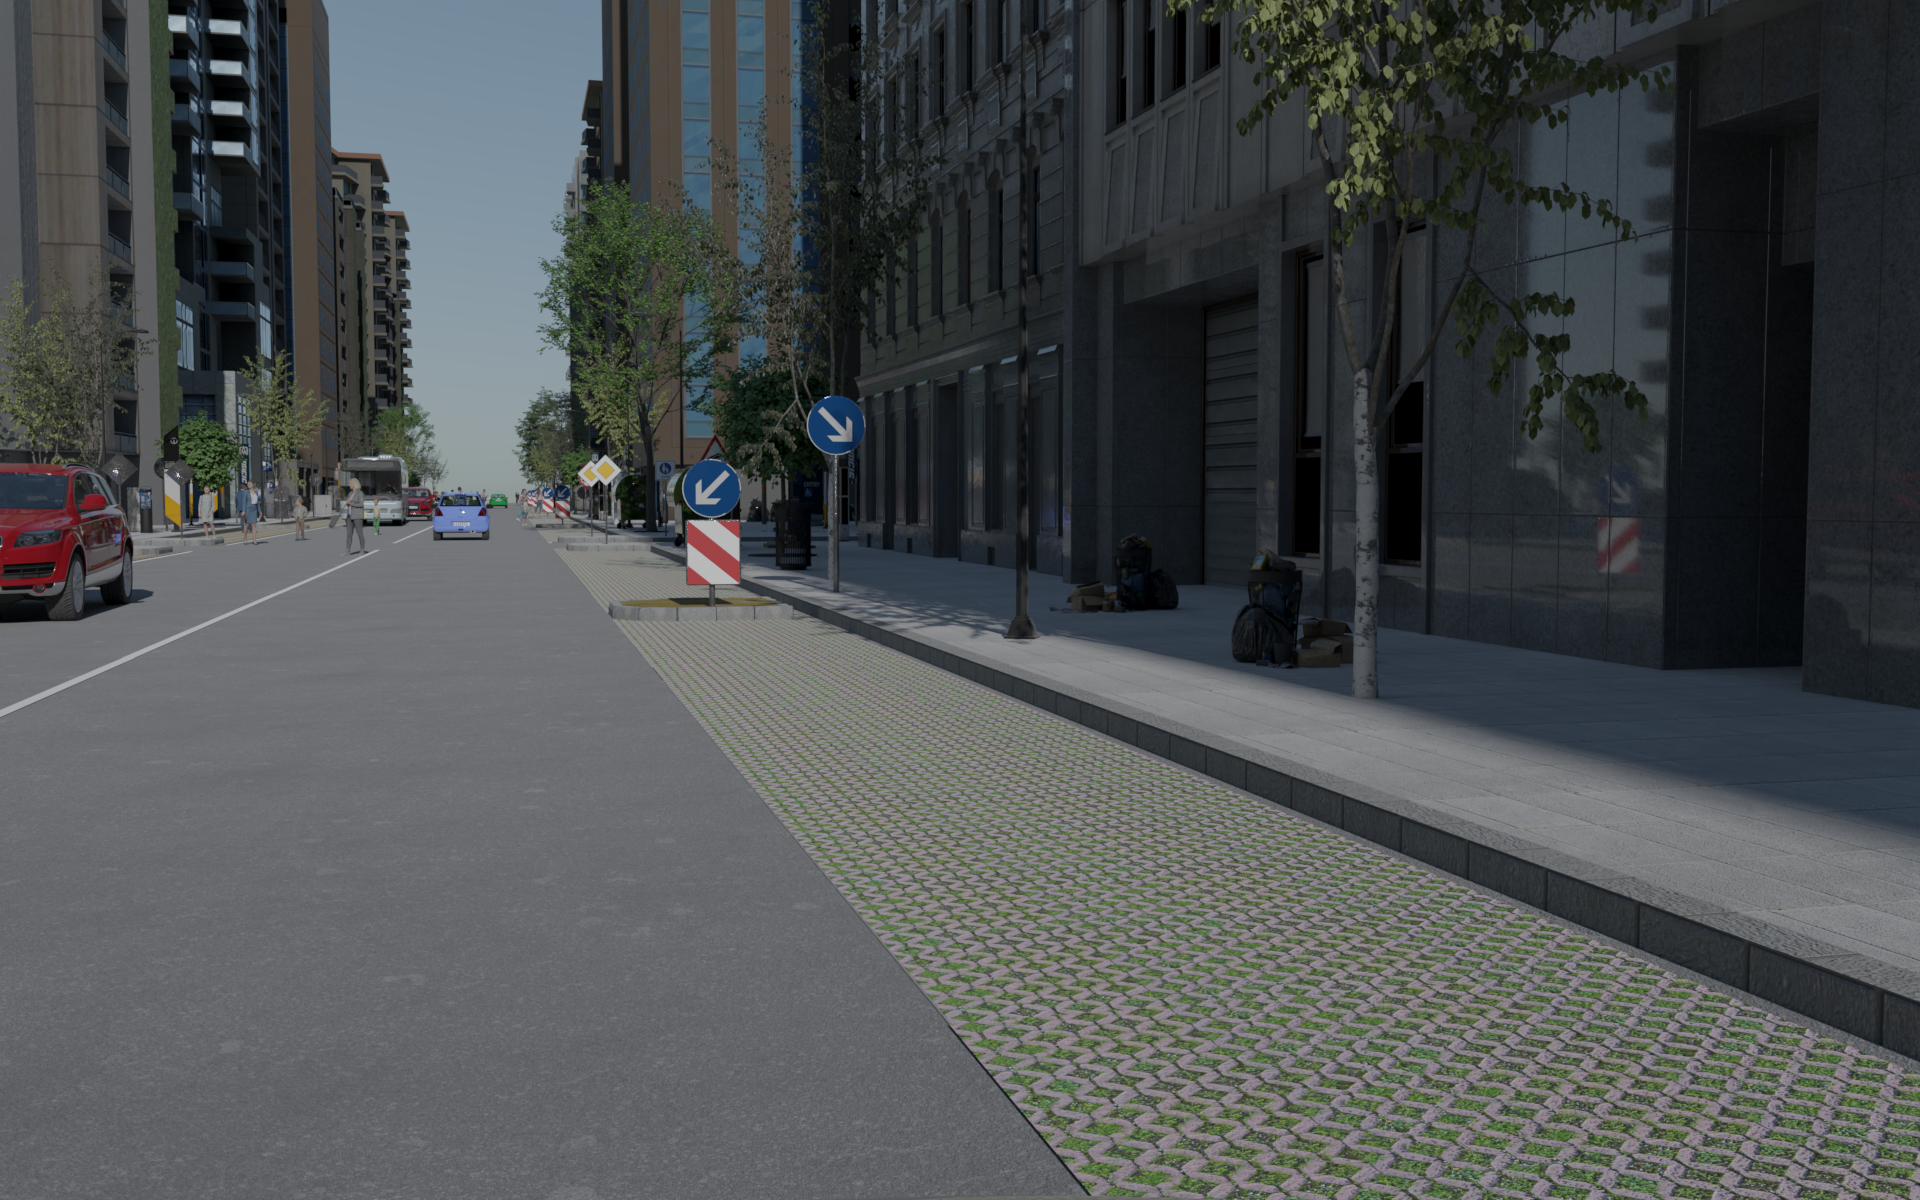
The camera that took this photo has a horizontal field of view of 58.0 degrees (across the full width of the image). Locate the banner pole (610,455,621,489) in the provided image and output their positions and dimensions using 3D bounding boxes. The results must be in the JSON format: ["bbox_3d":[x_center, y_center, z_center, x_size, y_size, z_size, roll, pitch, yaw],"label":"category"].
[{"bbox_3d":[-20.753,-7.017,104.742,0.863,3.779,0.401,-1,4,-11],"label":"banner pole"}]

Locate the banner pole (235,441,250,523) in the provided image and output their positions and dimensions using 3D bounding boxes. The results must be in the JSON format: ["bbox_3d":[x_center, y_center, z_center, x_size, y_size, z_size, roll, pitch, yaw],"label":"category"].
[{"bbox_3d":[-31.411,-5.238,75.650,0.863,3.779,0.401,0,4,4],"label":"banner pole"}]

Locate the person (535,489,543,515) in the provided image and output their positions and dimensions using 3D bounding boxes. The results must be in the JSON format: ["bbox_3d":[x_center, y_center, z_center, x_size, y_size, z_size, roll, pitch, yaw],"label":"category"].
[{"bbox_3d":[-28.387,-6.575,116.599,0.593,1.750,0.643,-3,4,-36],"label":"person"}]

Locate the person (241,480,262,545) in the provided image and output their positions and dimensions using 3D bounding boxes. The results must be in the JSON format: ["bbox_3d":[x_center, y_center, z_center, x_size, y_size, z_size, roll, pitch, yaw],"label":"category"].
[{"bbox_3d":[-20.048,-2.473,48.965,0.581,1.822,0.654,-3,4,-37],"label":"person"}]

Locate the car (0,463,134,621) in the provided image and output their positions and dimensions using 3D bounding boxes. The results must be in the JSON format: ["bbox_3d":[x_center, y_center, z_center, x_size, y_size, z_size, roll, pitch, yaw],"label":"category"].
[{"bbox_3d":[-11.403,-0.747,20.882,2.281,1.827,5.304,-1,4,-16],"label":"car"}]

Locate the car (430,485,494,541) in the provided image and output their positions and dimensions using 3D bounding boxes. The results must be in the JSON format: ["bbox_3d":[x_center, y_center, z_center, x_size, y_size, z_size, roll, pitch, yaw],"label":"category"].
[{"bbox_3d":[-15.739,-2.760,54.714,1.945,1.707,3.694,-1,4,-15],"label":"car"}]

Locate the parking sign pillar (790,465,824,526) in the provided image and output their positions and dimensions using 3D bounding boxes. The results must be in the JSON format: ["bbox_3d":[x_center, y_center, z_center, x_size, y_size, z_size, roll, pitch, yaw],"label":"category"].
[{"bbox_3d":[-6.140,-4.929,69.061,1.447,3.967,1.447,-2,4,-29],"label":"parking sign pillar"}]

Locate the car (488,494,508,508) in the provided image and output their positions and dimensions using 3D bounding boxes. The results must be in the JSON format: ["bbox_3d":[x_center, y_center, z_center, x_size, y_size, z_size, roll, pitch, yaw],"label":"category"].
[{"bbox_3d":[-46.201,-10.064,173.334,1.959,1.807,4.718,-1,4,-15],"label":"car"}]

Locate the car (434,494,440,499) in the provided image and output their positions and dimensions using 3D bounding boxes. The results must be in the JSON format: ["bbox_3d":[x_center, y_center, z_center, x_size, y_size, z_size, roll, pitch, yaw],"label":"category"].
[{"bbox_3d":[-65.157,-12.513,214.815,2.015,1.641,3.980,-1,4,-14],"label":"car"}]

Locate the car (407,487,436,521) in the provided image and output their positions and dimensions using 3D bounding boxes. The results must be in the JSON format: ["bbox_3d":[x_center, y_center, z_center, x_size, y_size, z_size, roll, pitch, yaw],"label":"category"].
[{"bbox_3d":[-29.083,-5.120,92.377,2.281,1.827,5.304,-1,4,-14],"label":"car"}]

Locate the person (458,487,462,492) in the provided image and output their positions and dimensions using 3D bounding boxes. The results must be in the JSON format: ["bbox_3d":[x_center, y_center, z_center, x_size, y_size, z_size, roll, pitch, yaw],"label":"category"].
[{"bbox_3d":[-25.068,-4.793,87.055,0.721,1.800,0.419,-2,4,-27],"label":"person"}]

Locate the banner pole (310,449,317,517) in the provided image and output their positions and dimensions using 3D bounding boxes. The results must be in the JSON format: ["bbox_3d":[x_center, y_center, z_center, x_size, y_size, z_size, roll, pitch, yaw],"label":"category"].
[{"bbox_3d":[-36.185,-6.528,96.748,0.401,3.779,0.863,-1,4,-12],"label":"banner pole"}]

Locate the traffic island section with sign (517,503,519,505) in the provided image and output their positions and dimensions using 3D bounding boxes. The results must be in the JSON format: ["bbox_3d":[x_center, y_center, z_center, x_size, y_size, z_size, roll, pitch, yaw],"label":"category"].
[{"bbox_3d":[-43.472,-10.168,174.871,1.989,1.847,2.006,-1,4,-15],"label":"traffic island section with sign"}]

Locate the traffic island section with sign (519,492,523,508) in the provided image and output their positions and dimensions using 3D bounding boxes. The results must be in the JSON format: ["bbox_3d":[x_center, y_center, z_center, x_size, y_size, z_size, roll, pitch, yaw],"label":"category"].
[{"bbox_3d":[-36.563,-8.549,148.402,1.989,1.847,2.006,-1,4,-15],"label":"traffic island section with sign"}]

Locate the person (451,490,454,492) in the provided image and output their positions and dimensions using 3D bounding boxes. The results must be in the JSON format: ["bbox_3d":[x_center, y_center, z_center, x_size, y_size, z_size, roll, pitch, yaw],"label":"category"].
[{"bbox_3d":[-44.298,-8.735,151.313,0.705,1.824,1.348,-2,4,-28],"label":"person"}]

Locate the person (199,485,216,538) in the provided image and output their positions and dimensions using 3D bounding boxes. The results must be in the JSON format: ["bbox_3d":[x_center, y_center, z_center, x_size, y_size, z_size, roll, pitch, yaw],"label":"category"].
[{"bbox_3d":[-23.361,-2.707,53.767,0.512,1.701,0.522,-1,4,-14],"label":"person"}]

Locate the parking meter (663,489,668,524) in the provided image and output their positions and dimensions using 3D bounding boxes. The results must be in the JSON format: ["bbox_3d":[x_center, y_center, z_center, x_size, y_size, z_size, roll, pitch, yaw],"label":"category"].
[{"bbox_3d":[-12.920,-4.106,75.551,0.372,1.533,0.369,0,3,0],"label":"parking meter"}]

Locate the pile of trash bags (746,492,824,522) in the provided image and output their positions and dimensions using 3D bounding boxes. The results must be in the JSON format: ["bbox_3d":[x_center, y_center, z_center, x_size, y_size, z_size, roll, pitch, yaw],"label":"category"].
[{"bbox_3d":[-8.240,-4.302,80.083,3.447,1.369,1.912,1,4,22],"label":"pile of trash bags"}]

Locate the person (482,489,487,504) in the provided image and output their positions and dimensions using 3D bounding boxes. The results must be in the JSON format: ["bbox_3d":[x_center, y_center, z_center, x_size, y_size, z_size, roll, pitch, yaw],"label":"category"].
[{"bbox_3d":[-39.437,-8.290,143.901,0.599,1.838,0.709,-1,4,-13],"label":"person"}]

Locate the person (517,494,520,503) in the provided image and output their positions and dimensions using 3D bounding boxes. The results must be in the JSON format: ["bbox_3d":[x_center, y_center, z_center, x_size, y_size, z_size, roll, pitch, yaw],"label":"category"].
[{"bbox_3d":[-70.988,-16.444,278.279,0.530,1.710,0.541,-3,5,-43],"label":"person"}]

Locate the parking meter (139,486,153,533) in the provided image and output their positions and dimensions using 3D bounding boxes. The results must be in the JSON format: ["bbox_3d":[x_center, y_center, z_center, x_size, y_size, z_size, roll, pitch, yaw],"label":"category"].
[{"bbox_3d":[-26.711,-2.962,56.839,0.372,1.533,0.369,0,3,0],"label":"parking meter"}]

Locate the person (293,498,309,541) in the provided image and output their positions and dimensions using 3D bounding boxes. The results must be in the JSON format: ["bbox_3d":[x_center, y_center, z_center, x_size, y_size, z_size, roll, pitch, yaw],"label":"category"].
[{"bbox_3d":[-20.273,-2.476,53.249,0.475,1.303,0.640,-1,4,-11],"label":"person"}]

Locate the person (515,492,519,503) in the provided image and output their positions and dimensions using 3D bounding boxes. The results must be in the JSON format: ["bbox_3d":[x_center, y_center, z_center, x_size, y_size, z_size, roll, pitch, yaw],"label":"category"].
[{"bbox_3d":[-68.140,-15.727,266.454,0.721,1.723,1.217,1,4,11],"label":"person"}]

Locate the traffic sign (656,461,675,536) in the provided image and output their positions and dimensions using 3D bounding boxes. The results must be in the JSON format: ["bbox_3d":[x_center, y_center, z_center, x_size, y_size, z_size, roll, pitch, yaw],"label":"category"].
[{"bbox_3d":[-8.948,-3.089,52.633,0.606,2.300,0.079,-1,4,-14],"label":"traffic sign"}]

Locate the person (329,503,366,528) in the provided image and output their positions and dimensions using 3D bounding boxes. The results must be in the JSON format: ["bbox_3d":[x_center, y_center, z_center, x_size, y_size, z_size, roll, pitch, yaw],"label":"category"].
[{"bbox_3d":[-25.773,-3.922,72.841,1.509,1.804,0.699,-2,4,-27],"label":"person"}]

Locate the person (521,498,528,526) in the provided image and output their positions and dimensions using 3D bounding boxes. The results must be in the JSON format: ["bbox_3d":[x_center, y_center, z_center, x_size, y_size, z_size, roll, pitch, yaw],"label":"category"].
[{"bbox_3d":[-19.734,-3.997,78.538,0.352,1.250,0.332,0,4,8],"label":"person"}]

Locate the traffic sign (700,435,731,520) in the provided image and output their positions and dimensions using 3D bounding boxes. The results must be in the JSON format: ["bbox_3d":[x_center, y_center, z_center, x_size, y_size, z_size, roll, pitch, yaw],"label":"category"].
[{"bbox_3d":[-5.360,-2.323,37.993,0.884,2.594,0.081,-1,4,-9],"label":"traffic sign"}]

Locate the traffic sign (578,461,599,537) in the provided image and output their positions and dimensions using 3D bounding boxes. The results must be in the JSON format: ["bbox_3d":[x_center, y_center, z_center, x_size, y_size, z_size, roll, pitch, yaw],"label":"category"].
[{"bbox_3d":[-11.060,-2.956,51.970,0.795,2.450,0.064,-1,4,-15],"label":"traffic sign"}]

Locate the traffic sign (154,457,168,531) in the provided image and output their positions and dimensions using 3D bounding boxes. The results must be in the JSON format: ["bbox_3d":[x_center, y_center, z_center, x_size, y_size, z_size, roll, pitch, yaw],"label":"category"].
[{"bbox_3d":[-27.278,-3.632,59.491,0.768,2.556,0.104,0,4,-6],"label":"traffic sign"}]

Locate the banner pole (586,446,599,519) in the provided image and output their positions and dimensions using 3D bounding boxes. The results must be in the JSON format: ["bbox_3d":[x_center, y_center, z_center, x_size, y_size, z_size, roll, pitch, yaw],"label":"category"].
[{"bbox_3d":[-19.177,-6.148,90.542,0.863,3.779,0.401,2,4,30],"label":"banner pole"}]

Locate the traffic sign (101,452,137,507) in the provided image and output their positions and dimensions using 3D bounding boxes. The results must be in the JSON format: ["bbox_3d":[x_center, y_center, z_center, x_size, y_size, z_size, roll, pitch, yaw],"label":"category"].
[{"bbox_3d":[-20.073,-2.309,41.393,0.795,2.450,0.064,-1,4,-15],"label":"traffic sign"}]

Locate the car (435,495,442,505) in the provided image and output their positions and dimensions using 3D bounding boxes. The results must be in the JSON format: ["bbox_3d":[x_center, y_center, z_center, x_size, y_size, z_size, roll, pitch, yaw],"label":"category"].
[{"bbox_3d":[-50.283,-9.520,168.232,1.945,1.354,3.894,-1,4,-16],"label":"car"}]

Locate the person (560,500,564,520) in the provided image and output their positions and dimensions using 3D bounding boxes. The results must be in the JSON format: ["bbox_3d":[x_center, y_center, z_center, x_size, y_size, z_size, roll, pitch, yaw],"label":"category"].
[{"bbox_3d":[-21.805,-4.998,94.885,0.362,1.253,0.373,3,5,41],"label":"person"}]

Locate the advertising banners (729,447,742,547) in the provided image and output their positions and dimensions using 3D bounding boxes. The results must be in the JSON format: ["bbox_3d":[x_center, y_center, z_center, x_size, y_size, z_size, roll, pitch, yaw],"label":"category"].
[{"bbox_3d":[-5.133,-2.647,39.472,0.090,3.025,2.074,0,4,-1],"label":"advertising banners"}]

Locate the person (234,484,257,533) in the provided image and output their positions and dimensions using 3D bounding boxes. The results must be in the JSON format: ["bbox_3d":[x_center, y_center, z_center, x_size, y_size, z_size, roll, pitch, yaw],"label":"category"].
[{"bbox_3d":[-26.136,-3.340,63.292,0.721,1.800,0.419,0,4,3],"label":"person"}]

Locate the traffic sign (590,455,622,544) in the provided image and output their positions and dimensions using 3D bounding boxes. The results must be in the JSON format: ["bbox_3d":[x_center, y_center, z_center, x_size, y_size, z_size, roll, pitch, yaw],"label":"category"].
[{"bbox_3d":[-9.042,-2.483,44.243,0.795,2.450,0.064,-1,4,-15],"label":"traffic sign"}]

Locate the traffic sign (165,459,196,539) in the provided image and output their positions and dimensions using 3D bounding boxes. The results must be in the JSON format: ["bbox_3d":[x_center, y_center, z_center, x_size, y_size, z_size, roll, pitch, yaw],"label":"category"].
[{"bbox_3d":[-22.091,-2.782,49.120,0.795,2.450,0.064,-1,4,-15],"label":"traffic sign"}]

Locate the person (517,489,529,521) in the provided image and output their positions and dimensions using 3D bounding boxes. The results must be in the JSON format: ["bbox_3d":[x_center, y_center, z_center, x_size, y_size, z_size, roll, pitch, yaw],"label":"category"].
[{"bbox_3d":[-23.376,-5.088,92.529,0.643,1.720,0.563,-1,4,-8],"label":"person"}]

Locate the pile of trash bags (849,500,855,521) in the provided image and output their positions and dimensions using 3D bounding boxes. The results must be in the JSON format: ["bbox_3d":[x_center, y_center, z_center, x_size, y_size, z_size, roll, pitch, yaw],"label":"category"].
[{"bbox_3d":[-5.803,-4.468,82.803,1.912,1.369,3.447,-3,5,-40],"label":"pile of trash bags"}]

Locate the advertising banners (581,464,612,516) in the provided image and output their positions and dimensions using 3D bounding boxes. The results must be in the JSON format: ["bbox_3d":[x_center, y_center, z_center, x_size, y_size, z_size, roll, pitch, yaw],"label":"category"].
[{"bbox_3d":[-20.871,-6.369,100.317,2.074,3.025,0.090,0,4,-7],"label":"advertising banners"}]

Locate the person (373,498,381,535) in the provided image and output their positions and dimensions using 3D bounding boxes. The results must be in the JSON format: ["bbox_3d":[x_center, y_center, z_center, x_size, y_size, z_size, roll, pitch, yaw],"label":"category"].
[{"bbox_3d":[-20.395,-2.927,60.611,0.306,1.304,0.590,0,4,2],"label":"person"}]

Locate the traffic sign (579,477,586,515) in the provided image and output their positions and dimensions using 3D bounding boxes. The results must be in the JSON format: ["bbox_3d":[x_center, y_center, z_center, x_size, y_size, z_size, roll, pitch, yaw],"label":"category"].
[{"bbox_3d":[-22.726,-6.422,105.102,0.768,2.556,0.104,-1,4,-13],"label":"traffic sign"}]

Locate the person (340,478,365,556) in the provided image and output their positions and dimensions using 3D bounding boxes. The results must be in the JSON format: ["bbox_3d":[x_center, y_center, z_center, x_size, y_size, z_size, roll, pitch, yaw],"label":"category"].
[{"bbox_3d":[-14.099,-1.933,40.286,0.537,1.800,0.526,3,5,40],"label":"person"}]

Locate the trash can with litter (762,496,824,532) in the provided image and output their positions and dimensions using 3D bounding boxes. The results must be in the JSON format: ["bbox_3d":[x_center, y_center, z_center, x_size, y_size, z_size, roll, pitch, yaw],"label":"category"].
[{"bbox_3d":[-5.809,-2.929,58.945,2.233,1.210,1.678,3,5,42],"label":"trash can with litter"}]

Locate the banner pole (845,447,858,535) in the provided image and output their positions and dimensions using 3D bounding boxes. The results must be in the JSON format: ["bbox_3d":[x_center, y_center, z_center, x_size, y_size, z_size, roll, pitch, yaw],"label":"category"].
[{"bbox_3d":[-3.278,-3.935,54.354,0.863,3.779,0.401,2,4,29],"label":"banner pole"}]

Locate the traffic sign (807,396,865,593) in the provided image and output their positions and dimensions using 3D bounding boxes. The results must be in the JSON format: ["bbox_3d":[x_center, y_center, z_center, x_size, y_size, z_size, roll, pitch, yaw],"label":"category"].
[{"bbox_3d":[-1.612,-1.370,22.501,0.768,2.556,0.104,-1,4,-14],"label":"traffic sign"}]

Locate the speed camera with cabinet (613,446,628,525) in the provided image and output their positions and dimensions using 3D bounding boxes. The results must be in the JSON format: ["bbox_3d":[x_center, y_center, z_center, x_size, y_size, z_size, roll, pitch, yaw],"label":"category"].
[{"bbox_3d":[-14.011,-4.719,71.493,0.660,3.252,2.038,-1,4,-10],"label":"speed camera with cabinet"}]

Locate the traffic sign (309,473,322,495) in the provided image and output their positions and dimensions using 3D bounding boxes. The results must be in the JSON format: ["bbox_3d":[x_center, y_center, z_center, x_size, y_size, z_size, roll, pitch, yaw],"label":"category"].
[{"bbox_3d":[-39.520,-6.493,106.261,0.768,2.556,0.104,-1,4,-11],"label":"traffic sign"}]
